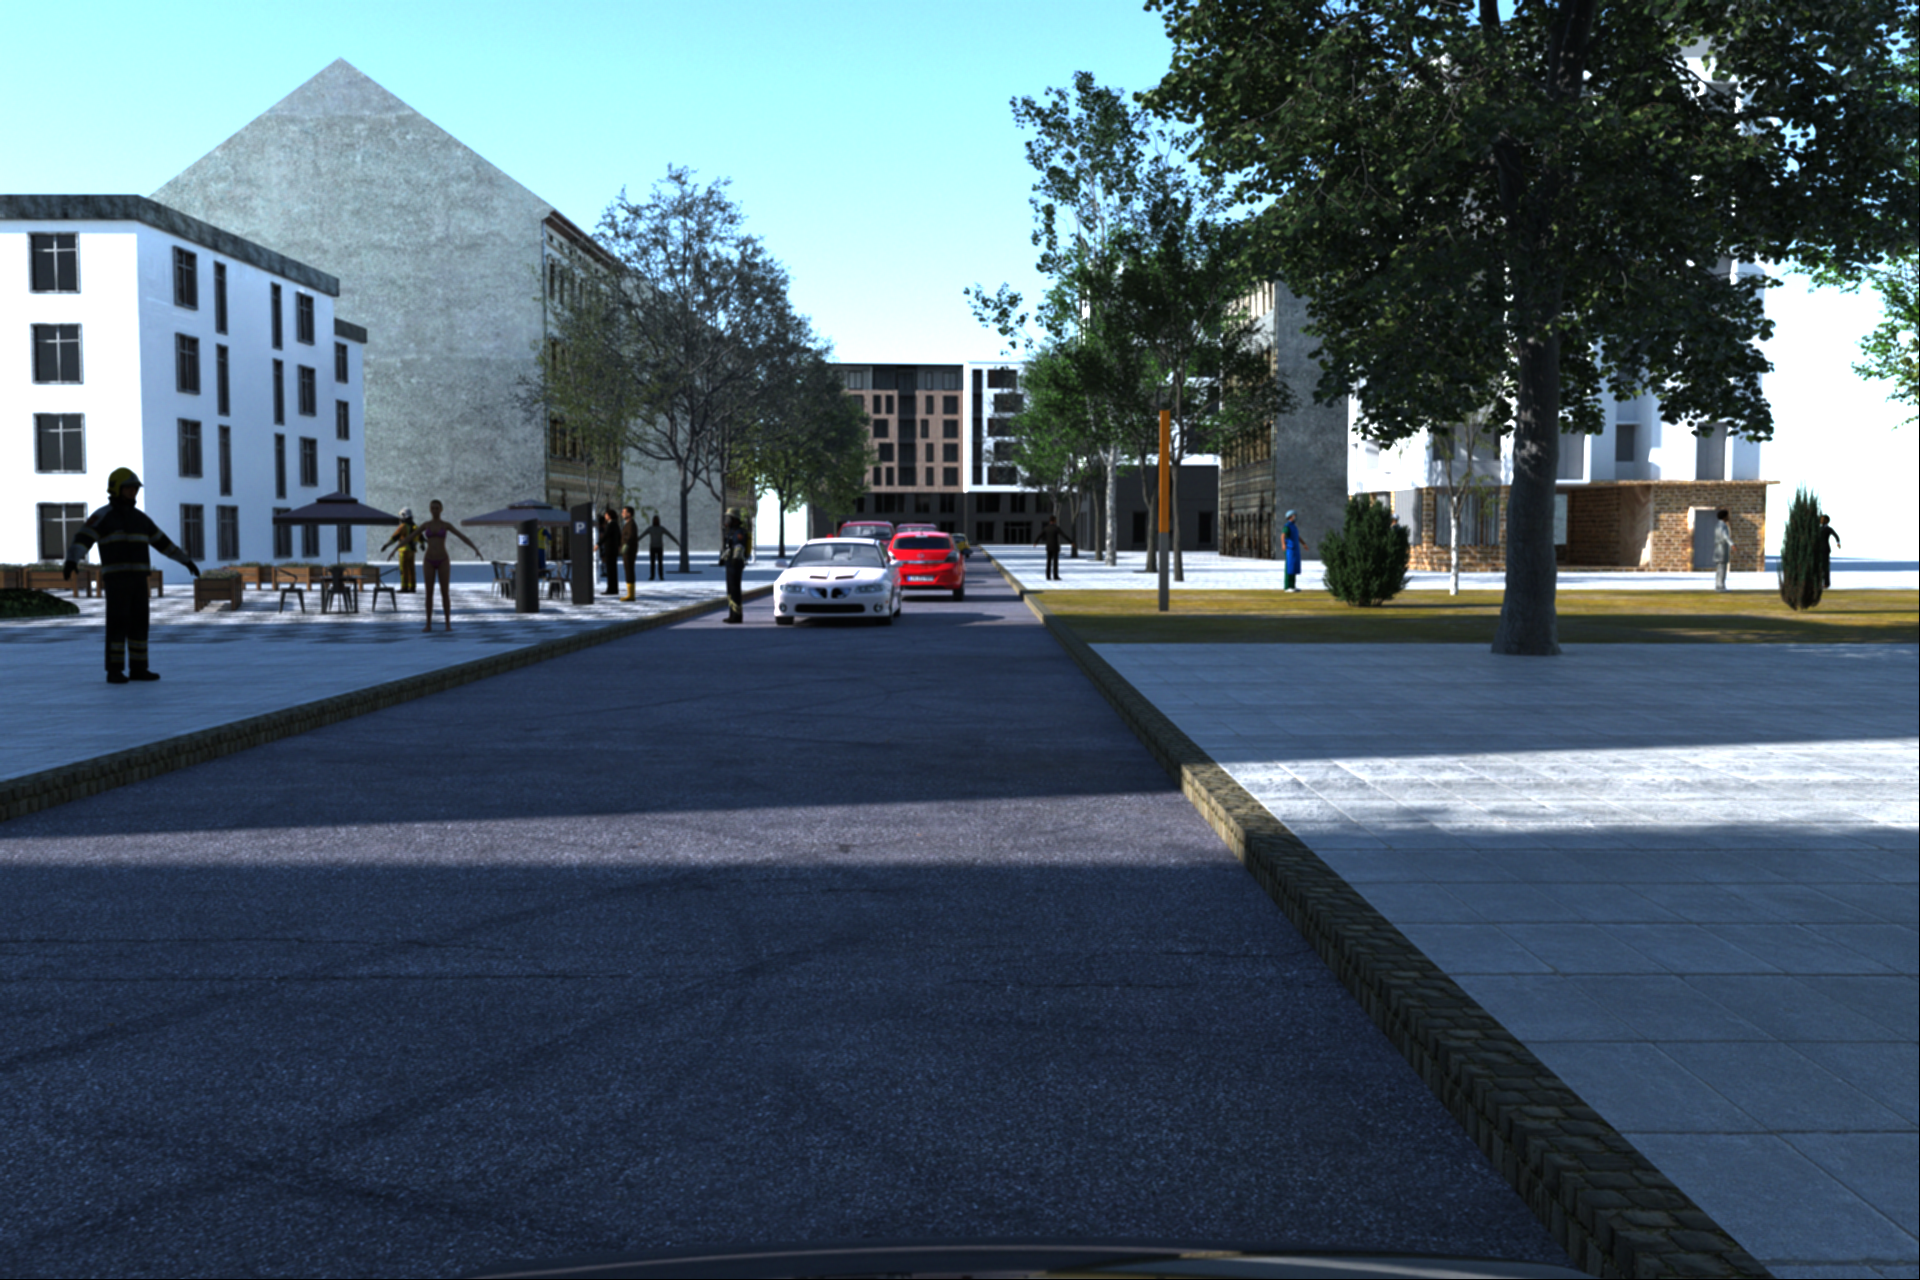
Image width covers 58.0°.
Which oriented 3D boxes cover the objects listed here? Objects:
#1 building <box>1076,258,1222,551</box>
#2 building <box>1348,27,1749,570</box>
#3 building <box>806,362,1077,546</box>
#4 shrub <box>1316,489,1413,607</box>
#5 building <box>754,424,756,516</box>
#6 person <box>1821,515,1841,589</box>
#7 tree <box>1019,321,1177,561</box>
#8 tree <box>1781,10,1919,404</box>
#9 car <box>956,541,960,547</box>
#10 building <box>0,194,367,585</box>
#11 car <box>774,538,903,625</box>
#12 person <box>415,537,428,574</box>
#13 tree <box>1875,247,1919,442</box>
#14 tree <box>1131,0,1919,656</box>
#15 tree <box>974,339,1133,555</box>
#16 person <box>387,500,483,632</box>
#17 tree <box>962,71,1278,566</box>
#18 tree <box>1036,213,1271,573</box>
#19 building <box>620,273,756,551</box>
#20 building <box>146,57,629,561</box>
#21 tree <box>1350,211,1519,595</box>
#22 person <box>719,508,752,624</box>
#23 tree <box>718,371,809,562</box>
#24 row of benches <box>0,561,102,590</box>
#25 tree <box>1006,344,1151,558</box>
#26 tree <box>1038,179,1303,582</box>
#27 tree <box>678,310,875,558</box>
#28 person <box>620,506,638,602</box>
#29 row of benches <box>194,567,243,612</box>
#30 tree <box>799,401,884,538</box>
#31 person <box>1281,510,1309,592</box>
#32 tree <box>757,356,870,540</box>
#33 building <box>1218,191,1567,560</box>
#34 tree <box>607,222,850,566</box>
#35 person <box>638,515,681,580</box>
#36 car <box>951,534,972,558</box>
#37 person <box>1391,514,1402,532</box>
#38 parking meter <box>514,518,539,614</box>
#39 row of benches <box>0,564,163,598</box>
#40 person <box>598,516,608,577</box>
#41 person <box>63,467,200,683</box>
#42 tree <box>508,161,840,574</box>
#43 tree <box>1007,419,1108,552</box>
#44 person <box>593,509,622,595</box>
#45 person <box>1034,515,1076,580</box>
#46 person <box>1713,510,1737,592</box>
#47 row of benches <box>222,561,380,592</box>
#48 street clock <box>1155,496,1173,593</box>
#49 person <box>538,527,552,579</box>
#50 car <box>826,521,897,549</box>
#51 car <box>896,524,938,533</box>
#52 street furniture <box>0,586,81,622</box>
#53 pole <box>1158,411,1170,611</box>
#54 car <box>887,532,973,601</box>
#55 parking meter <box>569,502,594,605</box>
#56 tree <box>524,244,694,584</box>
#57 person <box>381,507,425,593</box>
[{"bbox_3d":[23.573,-18.398,144.787,27.936,21.610,32.646,0,3,0],"label":"building"},{"bbox_3d":[21.329,-13.120,70.939,16.016,20.090,11.380,0,3,0],"label":"building"},{"bbox_3d":[-2.794,-22.684,217.318,32.646,21.610,27.936,0,4,-6],"label":"building"},{"bbox_3d":[7.143,-1.624,30.594,1.661,2.075,1.752,0,3,0],"label":"shrub"},{"bbox_3d":[-26.397,-19.032,167.587,16.016,20.090,11.380,0,4,1],"label":"building"},{"bbox_3d":[20.264,-2.083,40.784,0.721,1.740,1.216,-1,4,-18],"label":"person"},{"bbox_3d":[6.675,-9.586,82.489,9.928,11.665,9.643,0,3,0],"label":"tree"},{"bbox_3d":[19.352,-6.508,32.158,9.928,11.665,9.643,0,3,0],"label":"tree"},{"bbox_3d":[-1.065,-5.031,94.047,2.131,1.459,4.920,0,4,1],"label":"car"},{"bbox_3d":[-24.914,-7.023,56.971,9.099,9.664,28.070,0,4,0],"label":"building"},{"bbox_3d":[-1.965,-1.003,28.756,2.083,1.381,4.827,0,4,1],"label":"car"},{"bbox_3d":[-17.593,-2.993,55.205,1.348,1.796,0.705,0,4,-5],"label":"person"},{"bbox_3d":[23.067,-5.474,39.861,4.737,8.622,4.395,0,3,0],"label":"tree"},{"bbox_3d":[6.141,-6.829,18.309,9.857,13.997,8.962,0,3,0],"label":"tree"},{"bbox_3d":[5.975,-12.132,108.729,12.009,13.543,11.850,0,3,0],"label":"tree"},{"bbox_3d":[-6.892,-0.977,22.780,1.217,1.733,0.721,-1,4,-9],"label":"person"},{"bbox_3d":[6.545,-13.070,69.577,12.611,20.169,13.585,0,3,0],"label":"tree"},{"bbox_3d":[6.282,-8.022,56.915,9.928,11.665,9.643,0,3,0],"label":"tree"},{"bbox_3d":[-27.447,-19.121,143.554,19.493,23.208,18.063,0,4,1],"label":"building"},{"bbox_3d":[-28.516,-15.809,89.404,19.493,23.208,18.063,0,3,0],"label":"building"},{"bbox_3d":[10.636,-5.264,36.426,4.360,8.622,3.978,0,3,0],"label":"tree"},{"bbox_3d":[-3.658,-1.199,27.837,0.705,1.856,1.354,-1,4,-17],"label":"person"},{"bbox_3d":[-9.180,-7.827,78.342,4.737,8.622,4.395,0,3,0],"label":"tree"},{"bbox_3d":[-20.752,-1.440,39.004,1.422,0.672,4.104,1,4,11],"label":"row of benches"},{"bbox_3d":[6.226,-10.180,92.204,9.928,11.665,9.643,0,3,0],"label":"tree"},{"bbox_3d":[5.594,-6.856,46.506,7.601,10.594,8.767,-1,4,-18],"label":"tree"},{"bbox_3d":[-9.477,-11.138,92.478,12.009,13.543,11.850,0,3,0],"label":"tree"},{"bbox_3d":[-6.325,-1.641,32.961,0.704,1.812,1.346,-1,4,-11],"label":"person"},{"bbox_3d":[-13.041,-0.921,30.526,1.422,0.672,4.104,-1,4,-21],"label":"row of benches"},{"bbox_3d":[-9.045,-12.253,126.093,9.928,11.665,9.643,0,3,0],"label":"tree"},{"bbox_3d":[7.390,-1.977,38.456,0.704,1.817,1.347,2,4,33],"label":"person"},{"bbox_3d":[-9.819,-11.783,110.777,7.486,12.596,7.792,0,3,0],"label":"tree"},{"bbox_3d":[24.624,-16.038,93.157,19.493,23.208,18.063,0,4,0],"label":"building"},{"bbox_3d":[-9.613,-9.705,69.048,12.009,13.543,11.850,0,3,0],"label":"tree"},{"bbox_3d":[-8.447,-2.572,48.175,1.348,1.813,0.705,0,4,-4],"label":"person"},{"bbox_3d":[-0.284,-5.817,105.323,2.015,1.641,3.980,0,4,-1],"label":"car"},{"bbox_3d":[12.118,-2.600,48.370,1.347,1.847,0.705,-3,4,-36],"label":"person"},{"bbox_3d":[-7.015,-1.201,28.043,0.372,1.533,0.369,0,3,0],"label":"parking meter"},{"bbox_3d":[-18.291,-1.192,34.949,4.104,0.672,1.422,0,4,-1],"label":"row of benches"},{"bbox_3d":[-10.633,-2.795,51.843,0.704,1.843,1.345,0,4,-6],"label":"person"},{"bbox_3d":[-7.215,-0.566,15.017,0.704,1.858,1.351,2,4,25],"label":"person"},{"bbox_3d":[-9.016,-8.946,56.630,12.009,13.543,11.850,0,3,0],"label":"tree"},{"bbox_3d":[7.121,-11.407,120.910,8.767,10.594,7.601,3,4,37],"label":"tree"},{"bbox_3d":[-7.397,-1.861,36.621,0.705,1.806,1.347,1,4,10],"label":"person"},{"bbox_3d":[2.604,-2.578,48.382,1.346,1.802,0.704,2,4,35],"label":"person"},{"bbox_3d":[16.927,-1.969,38.385,0.705,1.806,1.347,1,4,10],"label":"person"},{"bbox_3d":[-14.821,-1.446,39.098,4.104,0.672,1.422,1,4,22],"label":"row of benches"},{"bbox_3d":[3.877,-1.734,32.923,0.358,2.002,0.471,0,4,0],"label":"street clock"},{"bbox_3d":[-12.103,-2.643,49.676,1.216,1.772,0.721,3,4,36],"label":"person"},{"bbox_3d":[-2.702,-2.562,50.556,2.281,1.827,5.304,0,4,0],"label":"car"},{"bbox_3d":[-1.597,-3.366,63.704,2.281,1.827,5.304,0,4,0],"label":"car"},{"bbox_3d":[-16.318,-0.461,23.169,5.734,0.657,10.072,0,4,5],"label":"street furniture"},{"bbox_3d":[3.385,-2.132,28.710,0.158,3.312,0.155,0,3,0],"label":"pole"},{"bbox_3d":[-0.795,-1.794,38.368,2.155,1.783,4.494,0,4,1],"label":"car"},{"bbox_3d":[-6.878,-1.575,31.463,0.399,1.863,0.255,0,4,1],"label":"parking meter"},{"bbox_3d":[-9.495,-5.762,44.572,4.360,8.622,3.978,0,3,0],"label":"tree"},{"bbox_3d":[-12.042,-1.950,37.652,0.705,1.858,1.354,1,4,22],"label":"person"}]
